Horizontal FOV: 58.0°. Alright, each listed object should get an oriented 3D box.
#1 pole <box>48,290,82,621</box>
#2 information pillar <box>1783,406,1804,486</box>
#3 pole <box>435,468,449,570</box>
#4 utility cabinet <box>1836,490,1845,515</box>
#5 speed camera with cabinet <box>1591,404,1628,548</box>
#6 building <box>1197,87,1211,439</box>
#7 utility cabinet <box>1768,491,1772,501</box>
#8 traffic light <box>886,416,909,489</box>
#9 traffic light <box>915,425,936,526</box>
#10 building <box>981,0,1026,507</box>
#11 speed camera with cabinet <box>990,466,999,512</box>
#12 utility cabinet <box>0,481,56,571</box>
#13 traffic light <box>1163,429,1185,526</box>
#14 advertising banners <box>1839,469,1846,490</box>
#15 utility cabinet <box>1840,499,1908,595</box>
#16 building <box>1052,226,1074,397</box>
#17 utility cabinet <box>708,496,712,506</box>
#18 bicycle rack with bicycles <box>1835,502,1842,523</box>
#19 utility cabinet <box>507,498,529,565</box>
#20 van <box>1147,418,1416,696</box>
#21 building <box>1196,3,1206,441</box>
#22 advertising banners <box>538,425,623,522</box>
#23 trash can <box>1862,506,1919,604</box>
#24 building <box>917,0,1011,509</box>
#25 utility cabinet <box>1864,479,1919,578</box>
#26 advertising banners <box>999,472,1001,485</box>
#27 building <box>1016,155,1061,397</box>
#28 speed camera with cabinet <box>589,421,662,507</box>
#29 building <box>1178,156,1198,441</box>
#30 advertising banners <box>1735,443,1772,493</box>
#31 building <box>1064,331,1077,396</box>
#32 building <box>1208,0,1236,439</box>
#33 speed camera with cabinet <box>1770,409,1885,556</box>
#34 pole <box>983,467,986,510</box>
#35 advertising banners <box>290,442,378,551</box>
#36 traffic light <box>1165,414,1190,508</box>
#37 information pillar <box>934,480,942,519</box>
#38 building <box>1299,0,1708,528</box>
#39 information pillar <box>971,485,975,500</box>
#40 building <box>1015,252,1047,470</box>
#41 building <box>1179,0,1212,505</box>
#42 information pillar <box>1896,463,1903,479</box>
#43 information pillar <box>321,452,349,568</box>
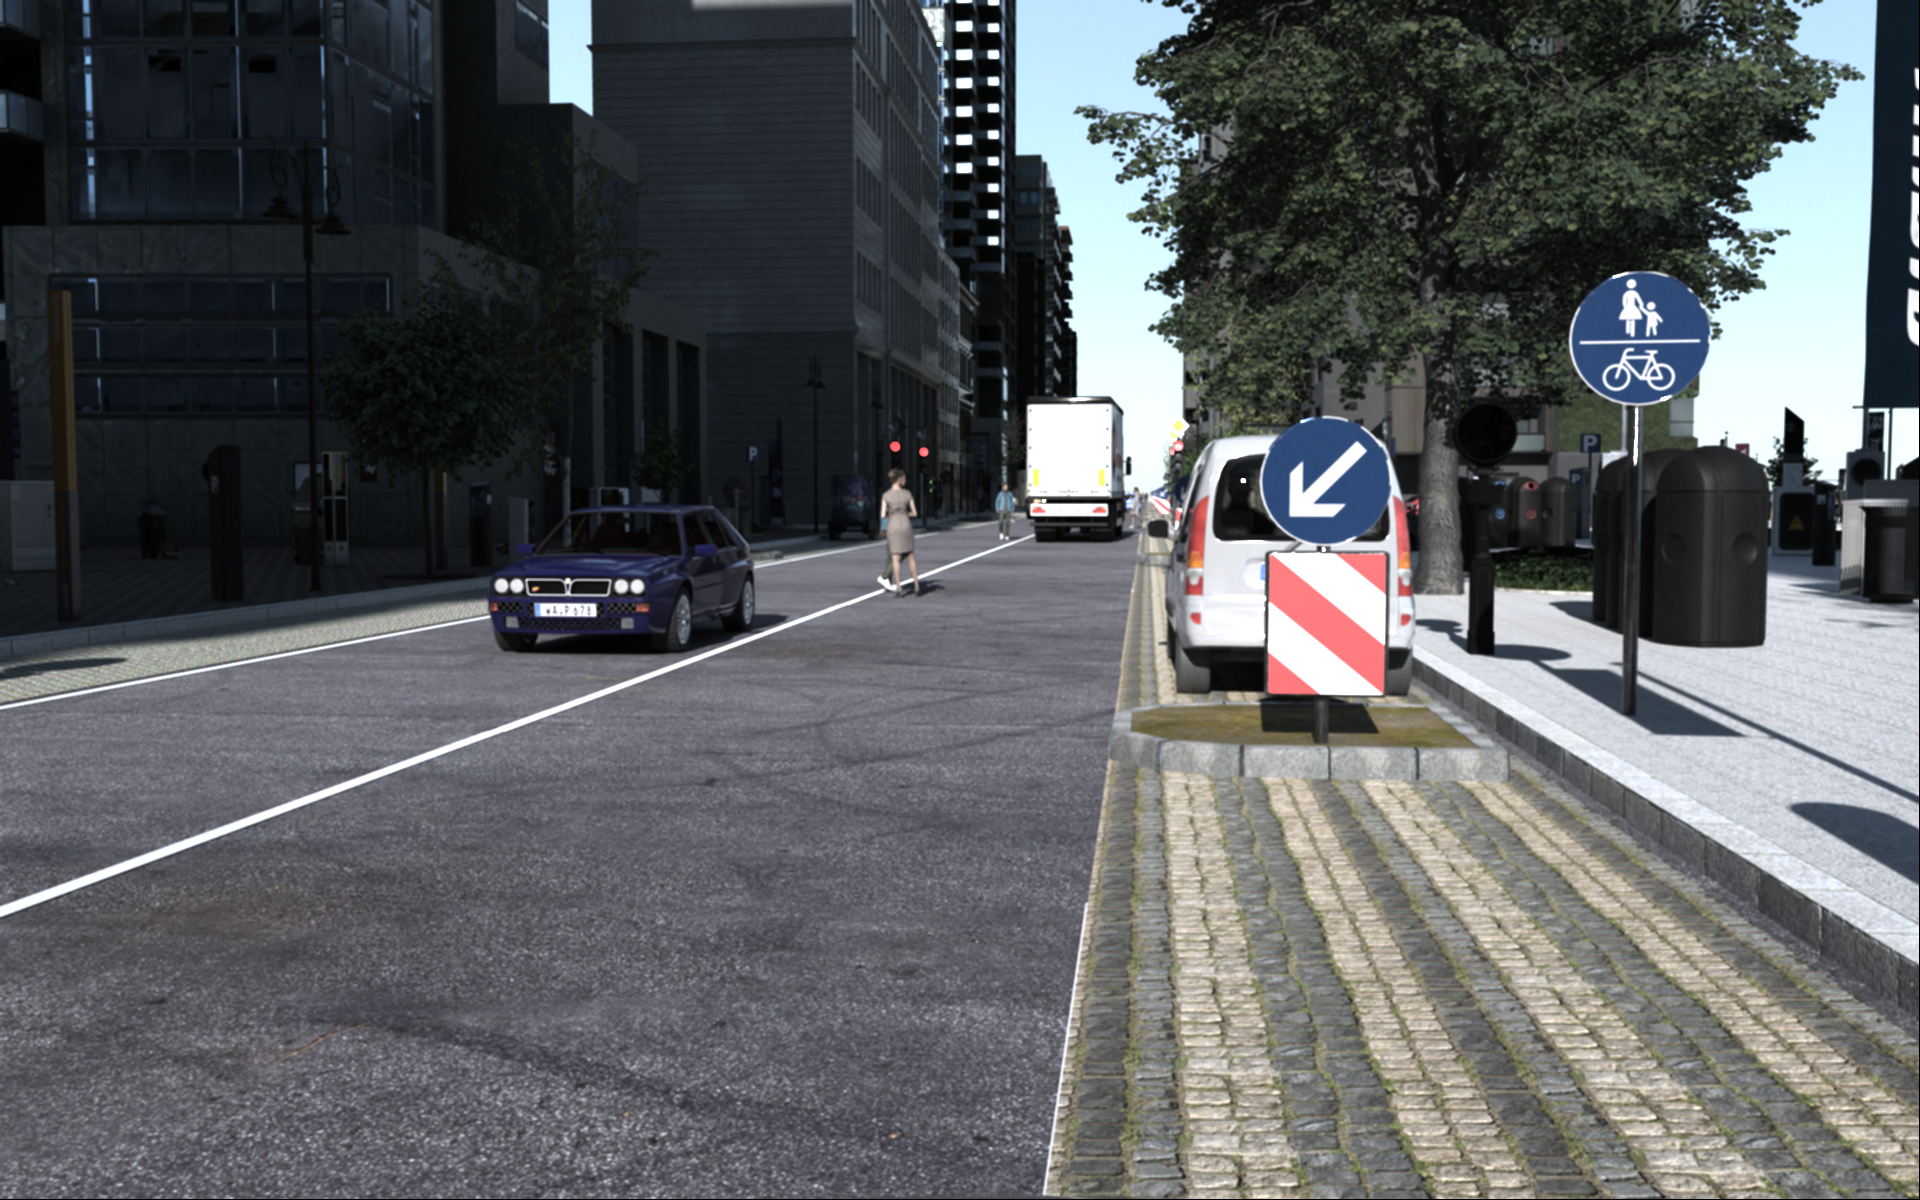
[{"bbox_3d":[-9.022,-1.444,17.457,0.158,3.312,0.155,0,3,0],"label":"pole"},{"bbox_3d":[22.182,-3.352,46.161,0.504,3.616,0.183,1,4,18],"label":"information pillar"},{"bbox_3d":[-8.773,-2.166,29.254,0.158,3.312,0.155,0,3,0],"label":"pole"},{"bbox_3d":[48.495,-5.288,95.136,0.318,1.500,1.173,0,4,7],"label":"utility cabinet"},{"bbox_3d":[14.202,-2.660,37.819,0.660,3.252,2.038,1,4,16],"label":"speed camera with cabinet"},{"bbox_3d":[34.908,-33.692,170.475,23.786,49.044,30.456,0,4,6],"label":"building"},{"bbox_3d":[56.718,-6.913,121.712,0.318,1.500,1.173,0,4,-6],"label":"utility cabinet"},{"bbox_3d":[-2.265,-4.489,62.321,0.839,4.253,0.868,0,4,6],"label":"traffic light"},{"bbox_3d":[-1.410,-4.975,70.261,0.839,4.253,0.868,0,4,6],"label":"traffic light"},{"bbox_3d":[-2.319,-45.757,186.382,20.563,71.187,20.611,0,4,6],"label":"building"},{"bbox_3d":[2.445,-7.922,123.867,0.660,3.252,2.038,0,4,2],"label":"speed camera with cabinet"},{"bbox_3d":[-15.319,-1.233,28.836,0.318,1.500,1.173,2,4,29],"label":"utility cabinet"},{"bbox_3d":[8.545,-4.911,69.208,0.839,4.253,0.868,0,4,6],"label":"traffic light"},{"bbox_3d":[60.674,-7.606,120.549,0.090,3.025,2.074,-2,4,-27],"label":"advertising banners"},{"bbox_3d":[11.801,-0.686,22.384,1.020,1.237,0.306,-2,4,-32],"label":"utility cabinet"},{"bbox_3d":[6.585,-37.955,275.184,22.147,44.769,28.867,0,4,6],"label":"building"},{"bbox_3d":[-16.616,-6.206,112.623,1.020,1.237,0.306,-1,4,-15],"label":"utility cabinet"},{"bbox_3d":[37.846,-3.769,75.000,2.852,0.926,2.925,2,4,29],"label":"bicycle rack with bicycles"},{"bbox_3d":[-7.584,-1.139,29.784,0.306,1.237,1.020,-1,4,-11],"label":"utility cabinet"},{"bbox_3d":[2.489,-0.406,13.654,2.013,2.044,4.112,0,4,5],"label":"van"},{"bbox_3d":[41.050,-48.924,238.164,20.563,71.187,20.611,0,4,6],"label":"building"},{"bbox_3d":[-9.478,-2.880,43.269,2.074,3.025,0.090,0,4,0],"label":"advertising banners"},{"bbox_3d":[10.959,-0.531,20.341,0.748,1.137,0.748,0,3,0],"label":"trash can"},{"bbox_3d":[-5.946,-51.849,160.397,22.319,86.520,31.000,0,4,6],"label":"building"},{"bbox_3d":[14.375,-1.077,26.292,1.173,1.500,0.318,2,4,24],"label":"utility cabinet"},{"bbox_3d":[2.987,-8.679,138.082,0.090,3.025,2.074,-1,4,-13],"label":"advertising banners"},{"bbox_3d":[2.749,-38.292,245.689,23.786,49.044,30.456,0,4,6],"label":"building"},{"bbox_3d":[-8.940,-3.172,46.193,2.038,3.252,0.660,-3,5,-45],"label":"speed camera with cabinet"},{"bbox_3d":[47.588,-41.174,262.431,28.713,52.752,27.495,0,4,6],"label":"building"},{"bbox_3d":[27.454,-3.858,59.270,0.090,3.025,2.074,-2,4,-34],"label":"advertising banners"},{"bbox_3d":[12.750,-32.104,296.593,14.160,30.474,14.107,0,4,6],"label":"building"},{"bbox_3d":[29.068,-35.808,127.467,21.231,58.520,28.212,0,4,6],"label":"building"},{"bbox_3d":[17.908,-2.533,35.755,2.038,3.252,0.660,1,4,22],"label":"speed camera with cabinet"},{"bbox_3d":[1.854,-8.488,132.619,0.158,3.312,0.155,0,3,0],"label":"pole"},{"bbox_3d":[-13.913,-2.599,38.683,2.074,3.025,0.090,0,4,1],"label":"advertising banners"},{"bbox_3d":[7.690,-4.425,61.269,0.839,4.253,0.868,0,4,6],"label":"traffic light"},{"bbox_3d":[-1.125,-5.193,89.392,0.304,2.012,0.304,-3,5,-41],"label":"information pillar"},{"bbox_3d":[21.974,-23.781,72.421,14.086,41.232,14.154,0,4,6],"label":"building"},{"bbox_3d":[1.051,-8.540,144.126,0.304,2.012,0.304,0,4,-3],"label":"information pillar"},{"bbox_3d":[2.854,-26.507,205.091,14.160,30.474,14.107,0,4,6],"label":"building"},{"bbox_3d":[36.907,-54.269,199.964,22.319,86.520,31.000,0,4,6],"label":"building"},{"bbox_3d":[70.988,-8.537,130.931,0.504,3.616,0.183,0,4,-2],"label":"information pillar"},{"bbox_3d":[-10.870,-1.569,30.147,0.304,2.012,0.304,2,4,34],"label":"information pillar"}]
